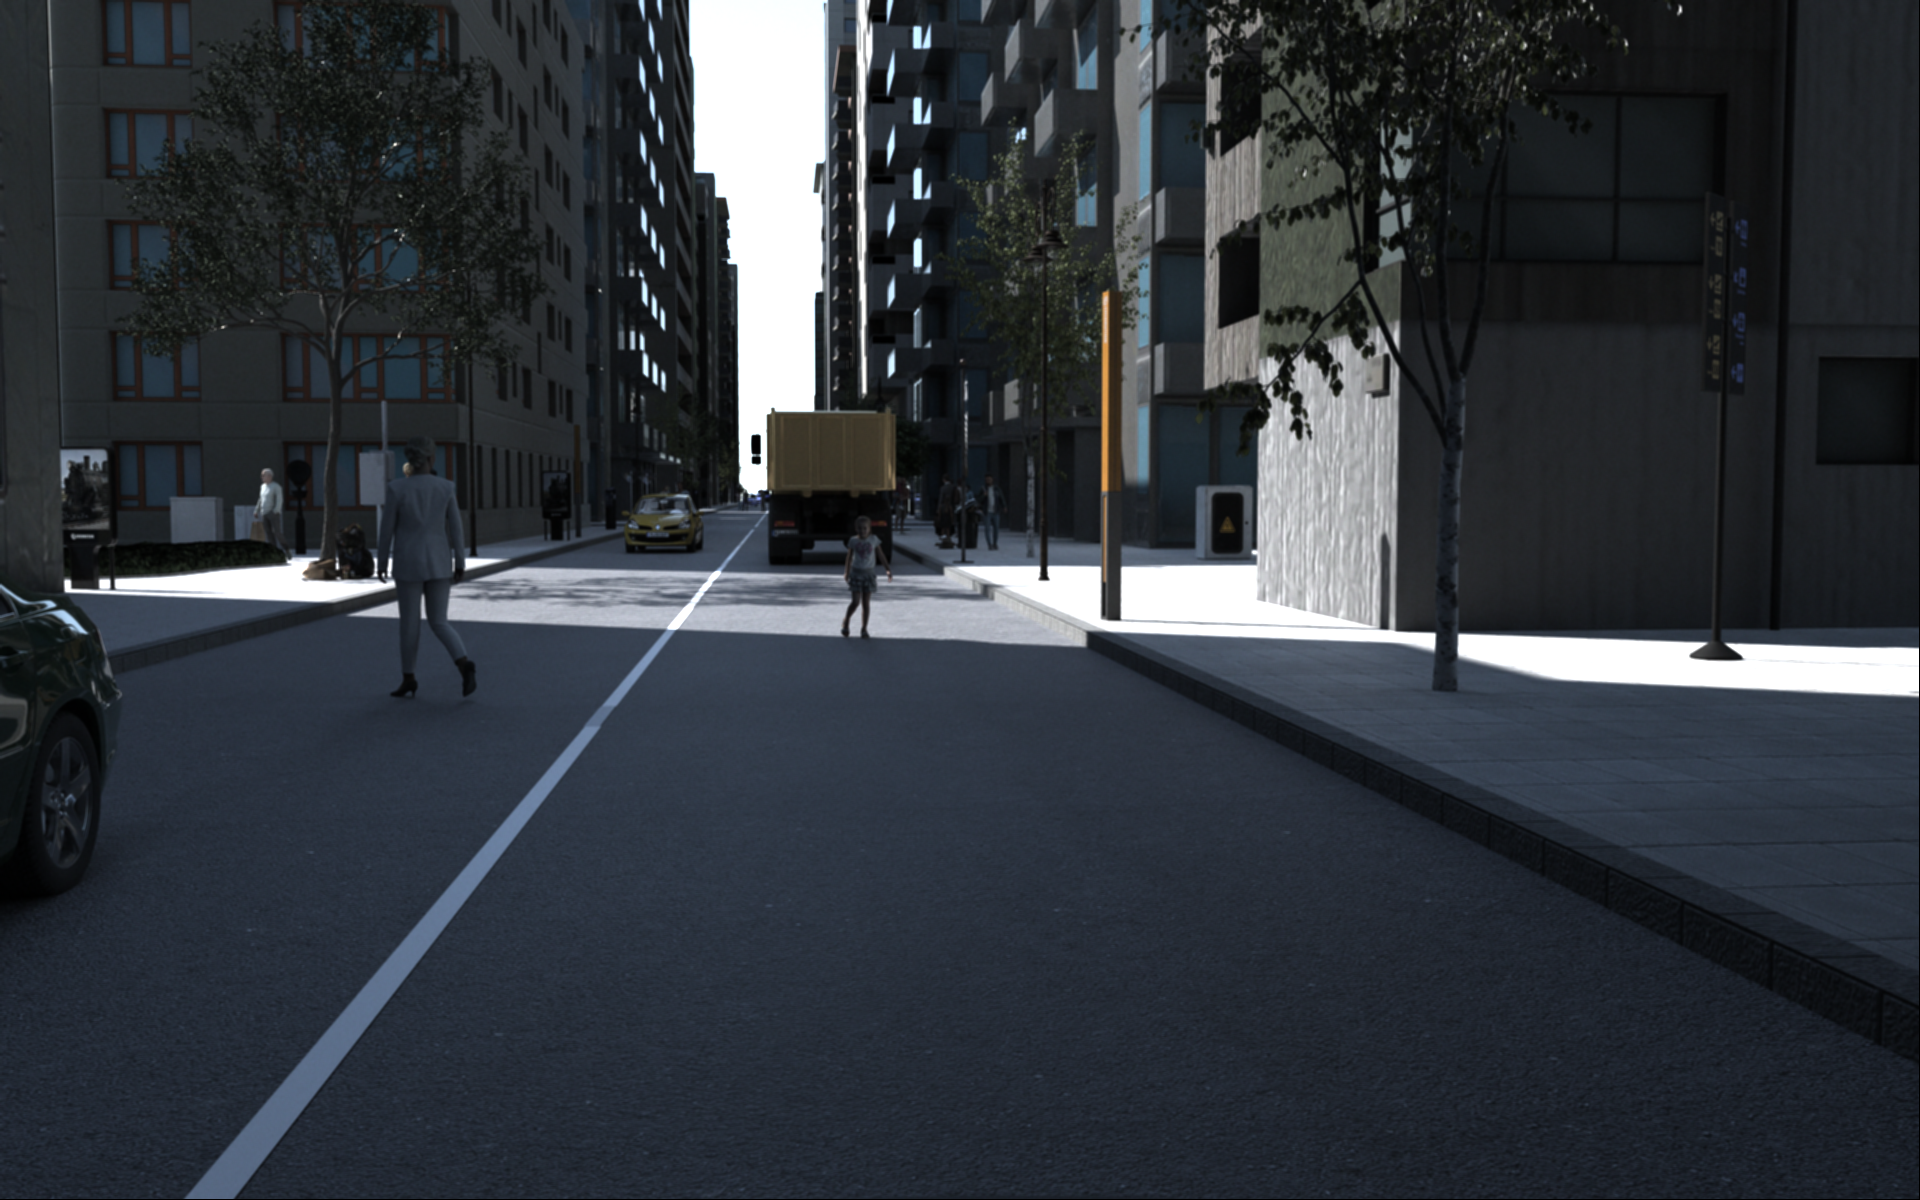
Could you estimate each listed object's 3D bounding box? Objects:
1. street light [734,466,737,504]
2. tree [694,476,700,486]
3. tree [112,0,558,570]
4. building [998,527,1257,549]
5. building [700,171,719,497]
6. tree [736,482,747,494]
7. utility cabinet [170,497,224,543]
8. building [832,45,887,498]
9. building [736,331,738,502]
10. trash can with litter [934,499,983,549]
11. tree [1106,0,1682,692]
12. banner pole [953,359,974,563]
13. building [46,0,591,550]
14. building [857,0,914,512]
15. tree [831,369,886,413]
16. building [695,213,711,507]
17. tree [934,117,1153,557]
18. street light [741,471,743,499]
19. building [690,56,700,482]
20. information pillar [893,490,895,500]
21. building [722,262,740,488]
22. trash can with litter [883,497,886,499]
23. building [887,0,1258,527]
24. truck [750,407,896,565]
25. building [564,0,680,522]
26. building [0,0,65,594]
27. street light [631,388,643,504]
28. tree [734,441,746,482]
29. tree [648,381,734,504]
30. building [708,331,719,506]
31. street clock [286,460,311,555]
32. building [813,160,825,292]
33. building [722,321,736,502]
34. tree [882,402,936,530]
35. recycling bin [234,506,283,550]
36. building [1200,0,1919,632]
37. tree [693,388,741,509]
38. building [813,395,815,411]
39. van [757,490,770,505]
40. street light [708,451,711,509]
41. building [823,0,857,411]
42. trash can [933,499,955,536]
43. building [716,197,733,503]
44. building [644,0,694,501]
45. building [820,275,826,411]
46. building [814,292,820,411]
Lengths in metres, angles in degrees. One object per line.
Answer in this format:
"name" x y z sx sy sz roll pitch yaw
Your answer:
"street light" -30.495 -16.051 235.227 0.468 5.910 1.993 0 4 -6
"tree" -21.482 -8.811 138.660 1.663 3.219 1.824 0 3 0
"tree" -10.183 -5.756 28.522 7.601 10.594 8.767 -1 4 -10
"building" 12.595 -26.493 52.766 23.786 49.044 30.456 0 4 -6
"building" -37.229 -32.398 213.308 14.154 41.232 14.086 0 4 -6
"tree" -34.306 -16.900 270.916 1.663 3.219 1.824 0 3 0
"utility cabinet" -16.019 -1.542 36.380 1.020 1.237 0.306 0 4 5
"building" -1.197 -31.515 169.890 22.147 44.769 28.867 0 4 -6
"building" -43.757 -31.334 284.008 14.160 30.474 14.107 0 4 -6
"trash can with litter" -0.028 -1.788 40.618 1.055 1.170 0.624 -1 4 -18
"tree" 3.103 -3.726 11.291 4.360 8.622 3.978 0 3 0
"banner pole" 0.091 -2.566 31.967 0.401 3.779 0.863 0 4 -7
"building" -27.438 -12.660 52.026 28.899 21.520 27.650 0 4 -6
"building" 6.280 -33.056 129.706 28.713 52.752 27.495 0 4 -6
"tree" -5.873 -9.260 101.763 4.737 8.622 4.395 0 3 0
"building" -32.119 -24.408 170.769 14.160 30.474 14.107 0 4 -6
"tree" 1.671 -5.167 34.837 4.737 8.622 4.395 0 3 0
"street light" -34.905 -18.633 277.432 0.468 5.910 1.993 0 4 -6
"building" -31.219 -28.915 156.362 14.154 41.232 14.086 0 4 -6
"information pillar" -4.088 -6.499 110.758 0.304 2.012 0.304 0 4 4
"building" -45.228 -37.580 298.034 14.154 41.232 14.086 0 4 -6
"trash can with litter" -6.516 -8.451 149.568 1.055 1.170 0.624 3 4 39
"building" 11.581 -28.588 87.023 30.456 49.044 23.786 0 4 -6
"truck" -3.025 -2.631 38.942 3.469 3.379 9.791 0 4 -6
"building" -27.042 -28.691 88.700 23.786 49.044 30.456 0 4 -6
"building" -19.217 -42.261 3.644 22.319 86.520 31.000 0 4 -6
"street light" -14.104 -6.292 75.656 0.468 5.910 1.993 0 4 -6
"tree" -30.033 -16.848 225.827 4.737 8.622 4.395 0 3 0
"tree" -17.753 -9.749 109.764 4.737 8.622 4.395 0 3 0
"building" -41.241 -21.217 191.934 27.650 21.520 28.899 0 4 -6
"street clock" -14.023 -1.970 36.787 0.471 2.002 0.358 -1 4 -13
"building" -8.096 -41.548 268.549 28.713 52.752 27.495 0 4 -6
"building" -42.693 -30.435 269.319 14.160 30.474 14.107 0 4 -6
"tree" -2.555 -4.769 61.693 4.285 4.588 4.351 0 3 0
"recycling bin" -15.289 -1.543 37.777 0.722 1.027 0.722 1 4 23
"building" 10.336 -15.353 22.718 14.160 30.474 14.107 0 4 -6
"tree" -22.042 -12.885 145.076 7.601 10.594 8.767 3 5 42
"building" -11.097 -27.673 297.487 27.650 21.520 28.899 0 4 -6
"van" -26.749 -14.173 236.108 2.240 2.365 5.245 0 4 -6
"street light" -21.957 -10.949 151.810 0.468 5.910 1.993 0 4 -6
"building" -4.912 -40.134 198.194 21.231 58.520 28.212 0 4 -6
"trash can" -0.453 -2.517 52.803 0.748 1.137 0.748 0 3 0
"building" -43.849 -36.231 247.004 22.147 44.769 28.867 0 4 -6
"building" -30.312 -30.509 122.523 21.300 48.544 21.600 0 4 -6
"building" -10.167 -27.403 219.744 14.160 30.474 14.107 0 4 -6
"building" -13.764 -29.099 247.476 14.160 30.474 14.107 0 4 -6
